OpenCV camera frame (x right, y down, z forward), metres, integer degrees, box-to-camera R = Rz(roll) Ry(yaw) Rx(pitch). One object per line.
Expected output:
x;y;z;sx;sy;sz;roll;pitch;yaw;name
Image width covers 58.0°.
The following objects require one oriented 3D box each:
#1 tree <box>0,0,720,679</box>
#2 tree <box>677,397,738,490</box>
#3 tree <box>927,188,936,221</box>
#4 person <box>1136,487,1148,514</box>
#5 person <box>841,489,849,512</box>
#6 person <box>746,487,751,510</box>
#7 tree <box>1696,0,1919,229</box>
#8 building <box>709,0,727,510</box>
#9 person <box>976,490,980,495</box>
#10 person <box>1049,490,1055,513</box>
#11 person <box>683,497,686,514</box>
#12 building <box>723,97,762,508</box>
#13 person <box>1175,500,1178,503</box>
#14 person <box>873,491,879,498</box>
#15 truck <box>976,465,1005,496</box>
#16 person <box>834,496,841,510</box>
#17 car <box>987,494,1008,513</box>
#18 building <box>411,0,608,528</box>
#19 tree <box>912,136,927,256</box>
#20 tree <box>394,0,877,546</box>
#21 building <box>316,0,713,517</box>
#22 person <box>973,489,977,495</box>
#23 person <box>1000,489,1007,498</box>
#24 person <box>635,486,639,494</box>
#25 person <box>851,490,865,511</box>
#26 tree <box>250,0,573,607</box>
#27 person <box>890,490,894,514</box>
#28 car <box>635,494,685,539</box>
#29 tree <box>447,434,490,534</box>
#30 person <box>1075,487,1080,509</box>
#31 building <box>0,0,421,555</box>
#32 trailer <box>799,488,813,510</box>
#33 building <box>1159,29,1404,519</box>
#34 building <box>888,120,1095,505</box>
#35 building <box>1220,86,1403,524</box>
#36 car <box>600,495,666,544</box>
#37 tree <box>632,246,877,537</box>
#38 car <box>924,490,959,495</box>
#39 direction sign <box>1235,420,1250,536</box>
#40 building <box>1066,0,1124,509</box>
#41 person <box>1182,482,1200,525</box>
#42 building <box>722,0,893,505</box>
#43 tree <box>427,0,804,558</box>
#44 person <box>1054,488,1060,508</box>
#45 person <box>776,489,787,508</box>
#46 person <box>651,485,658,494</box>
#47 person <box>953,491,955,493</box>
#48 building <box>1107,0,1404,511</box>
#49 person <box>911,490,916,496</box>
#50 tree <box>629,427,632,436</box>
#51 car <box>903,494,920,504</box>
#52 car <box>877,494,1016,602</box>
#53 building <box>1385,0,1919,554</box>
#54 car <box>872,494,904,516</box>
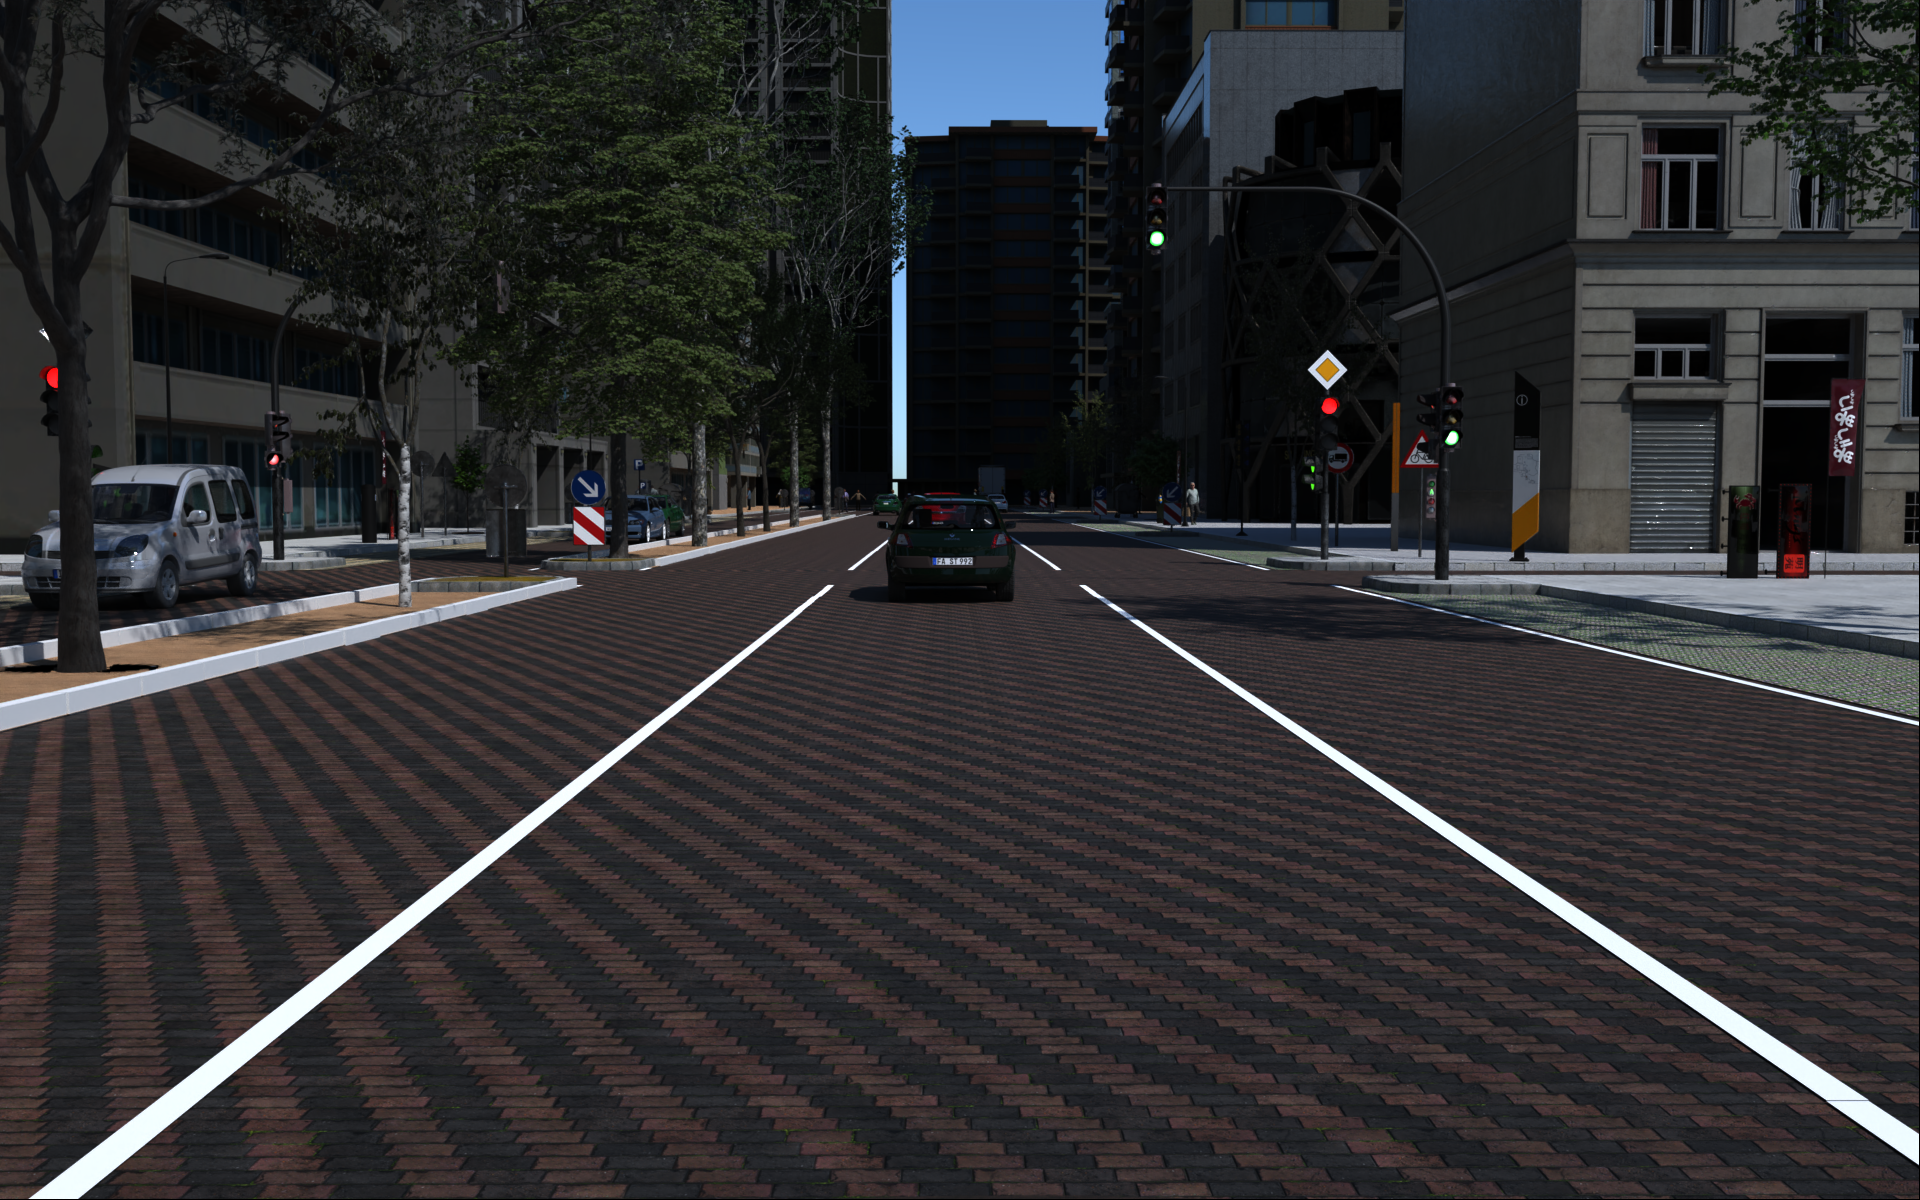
-7.046;-6.151;13.401;12.009;13.543;11.850;0;3;0;tree
-15.976;-9.686;108.736;4.737;8.622;4.395;0;3;0;tree
-8.003;-14.074;88.455;12.611;20.169;13.585;0;3;0;tree
11.446;-6.345;110.610;1.217;1.723;0.721;3;5;40;person
-9.052;-7.778;135.536;0.709;1.838;0.599;0;4;5;person
-16.906;-8.105;138.551;0.705;1.826;1.348;0;4;4;person
10.370;-5.453;14.905;9.928;11.665;9.643;0;3;0;tree
-26.435;-27.721;136.832;14.154;41.232;14.086;0;4;0;building
1.742;-9.156;158.644;0.568;1.767;0.683;0;4;4;person
6.661;-7.254;127.636;0.617;1.759;0.750;-3;4;-36;person
-17.371;-5.917;108.286;0.738;1.151;1.012;1;4;14;person
-31.471;-28.949;165.204;23.993;40.220;32.217;0;4;0;building
10.294;-4.443;82.961;0.640;1.303;0.475;-3;4;-38;person
-8.658;-10.547;181.658;1.217;1.736;0.721;-2;4;-29;person
3.072;-11.235;172.599;2.839;4.237;11.283;0;4;-1;truck
-10.535;-8.752;151.595;1.348;1.824;0.705;2;4;28;person
2.696;-7.381;132.685;2.014;1.417;4.499;0;4;-2;car
-26.552;-38.883;73.994;20.563;71.187;20.611;0;4;0;building
-8.442;-13.298;75.764;12.611;20.169;13.585;0;3;0;tree
-8.322;-11.567;47.460;12.611;20.169;13.585;0;3;0;tree
-29.240;-30.280;118.778;21.300;48.544;21.600;0;4;0;building
1.224;-7.908;137.871;0.705;1.814;1.350;0;4;-4;person
3.543;-8.310;144.331;1.348;1.831;0.705;-3;5;-45;person
-19.608;-6.096;105.806;0.694;1.812;0.767;-1;4;-10;person
-8.624;-8.459;146.810;1.348;1.823;0.705;-1;4;-10;person
-7.015;-4.220;21.820;4.360;8.622;3.978;0;3;0;tree
-4.862;-7.258;127.683;0.721;1.766;1.217;1;4;20;person
-10.292;-2.784;57.319;2.131;1.459;4.920;0;4;1;car
-15.767;-3.749;55.898;1.663;3.219;1.824;0;3;0;tree
9.861;-8.535;145.224;0.705;1.869;1.348;1;4;11;person
-28.530;-25.805;45.618;21.300;48.544;21.600;0;4;0;building
-14.340;-9.276;158.709;1.471;1.999;3.904;0;4;-1;trailer
18.643;-17.157;98.545;12.078;24.808;19.932;0;4;0;building
6.152;-33.707;205.734;28.867;44.769;22.147;0;4;0;building
20.471;-13.023;80.386;16.820;18.784;16.811;0;4;0;building
-9.768;-2.383;50.964;2.014;1.417;4.499;0;4;0;car
-7.318;-7.890;65.878;8.767;10.594;7.601;0;4;0;tree
-0.563;-2.947;57.227;2.155;1.783;4.494;0;4;1;car
8.661;-3.739;53.127;0.379;3.537;0.876;-1;4;-19;direction sign
22.476;-52.100;164.514;22.319;86.520;31.000;0;4;0;building
9.584;-4.004;71.988;0.782;1.767;0.515;-2;4;-25;person
-18.585;-46.868;204.538;20.611;71.187;20.563;0;4;0;building
-7.158;-7.050;35.849;7.486;12.596;7.792;0;3;0;tree
8.864;-9.384;159.437;0.705;1.831;1.348;-1;4;-19;person
-16.939;-9.627;164.178;1.217;1.736;0.721;-3;5;-41;person
-17.279;-5.595;97.621;0.635;1.810;0.391;-1;4;-18;person
-0.637;-9.143;158.693;0.721;1.736;1.217;-1;4;-12;person
23.055;-29.417;135.595;22.147;44.769;28.867;0;4;0;building
-4.108;-9.152;158.589;0.683;1.767;0.568;-3;4;-36;person
-15.556;-10.173;100.735;7.601;10.594;8.767;-2;4;-24;tree
-4.419;-9.607;166.117;2.155;1.783;4.494;0;4;2;car
-0.172;-0.900;24.496;2.009;1.686;4.222;0;4;-2;car
27.282;-12.884;43.942;30.059;22.955;16.112;0;4;0;building
-4.899;-6.439;117.077;2.131;1.459;4.920;0;4;0;car
